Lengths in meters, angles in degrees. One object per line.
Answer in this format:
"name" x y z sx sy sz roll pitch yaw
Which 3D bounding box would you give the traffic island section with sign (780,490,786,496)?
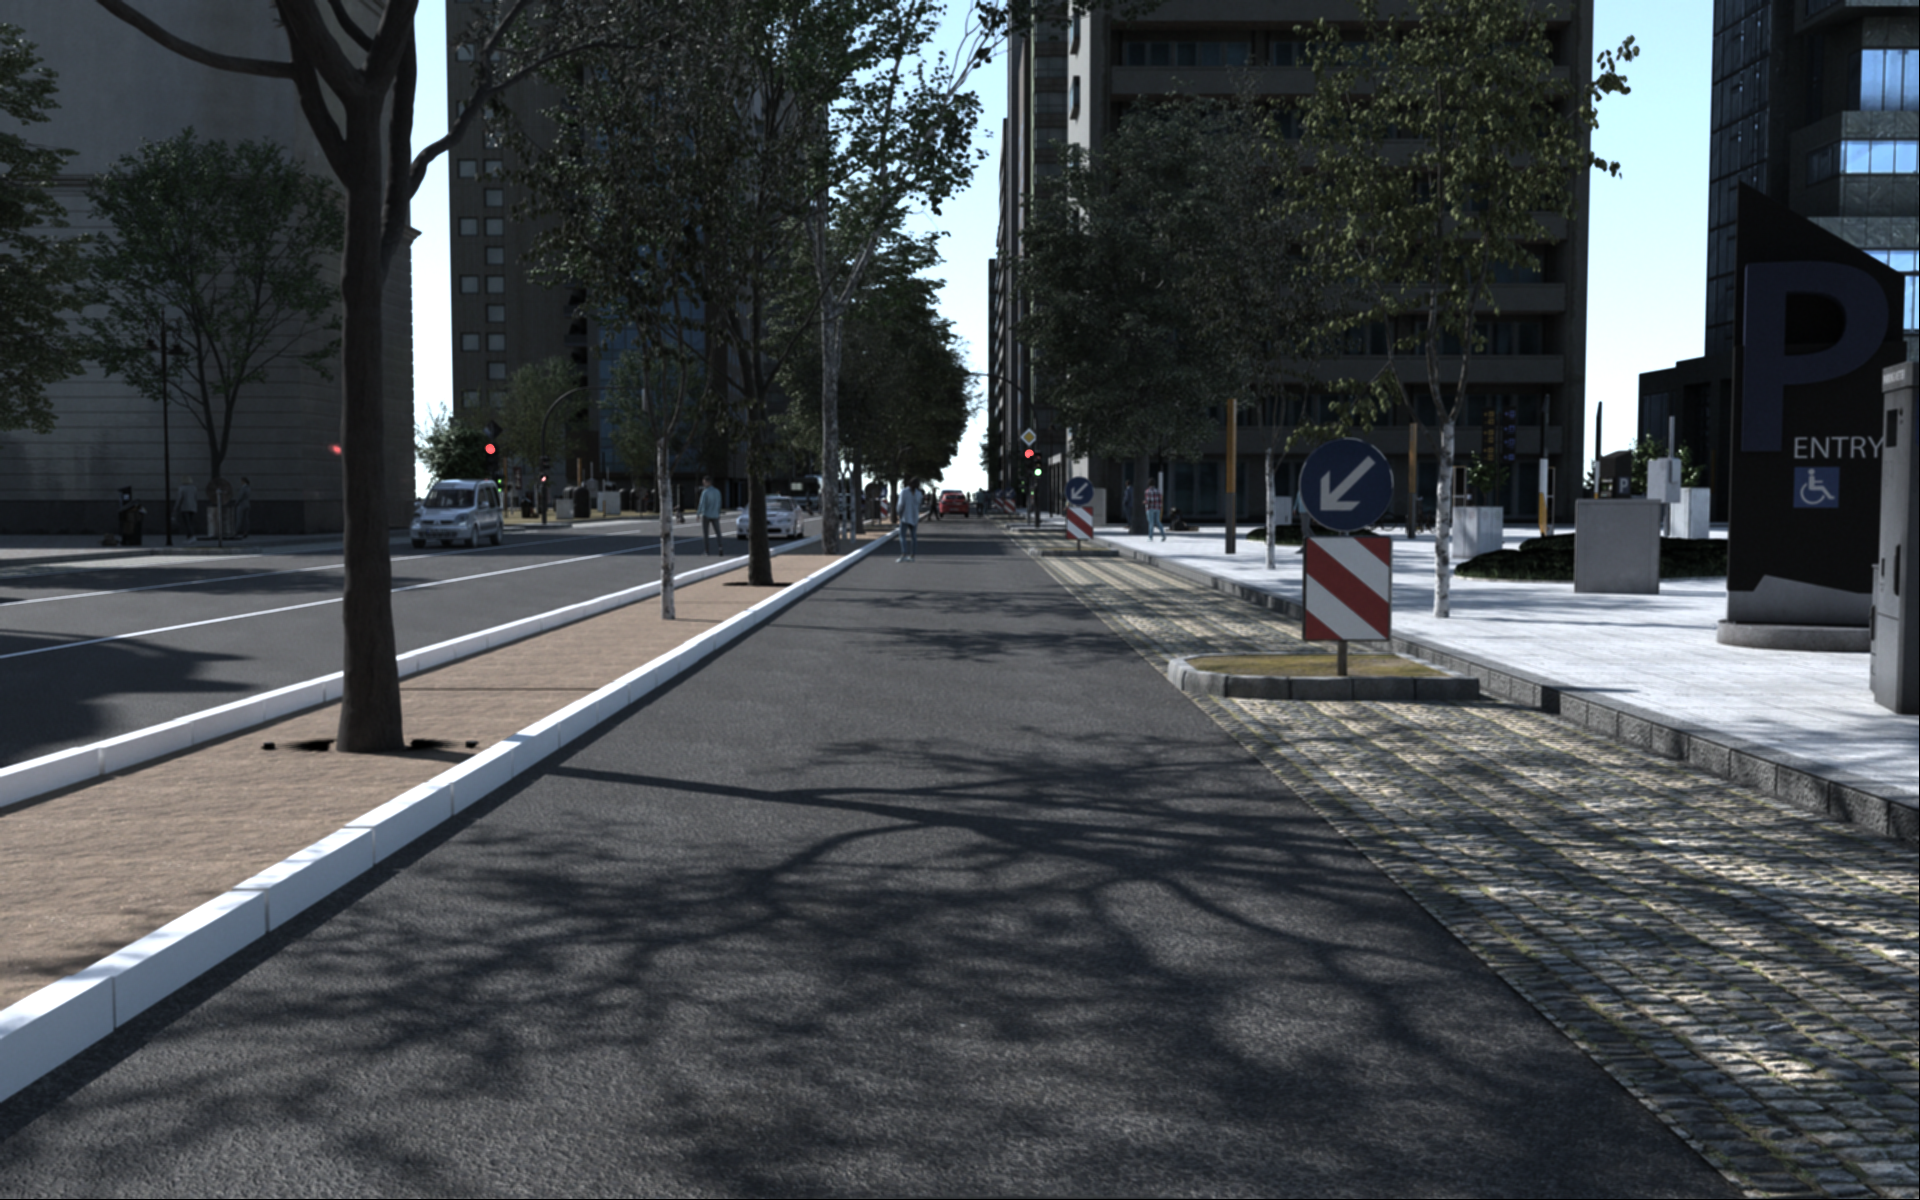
"traffic island section with sign" -17.659 -10.061 173.119 1.989 1.847 2.006 0 3 0

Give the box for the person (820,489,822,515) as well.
"person" -9.501 -6.908 121.354 0.836 1.842 0.656 -1 4 -20

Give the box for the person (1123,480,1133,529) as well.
"person" 6.271 -3.545 64.192 0.419 1.800 0.721 1 4 23

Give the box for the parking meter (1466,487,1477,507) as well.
"parking meter" 17.144 -3.041 58.131 0.372 1.533 0.369 0 3 0

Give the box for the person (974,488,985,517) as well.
"person" 1.230 -5.997 106.565 0.660 1.820 0.620 -1 4 -16

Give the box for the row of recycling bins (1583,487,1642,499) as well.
"row of recycling bins" 32.778 -4.818 85.887 3.534 1.692 1.069 -1 4 -20

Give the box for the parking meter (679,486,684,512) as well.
"parking meter" -19.525 -7.078 121.428 0.255 1.863 0.399 1 4 12

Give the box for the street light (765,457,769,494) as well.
"street light" -19.675 -12.465 176.587 0.468 5.910 1.993 0 3 0

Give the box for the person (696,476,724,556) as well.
"person" -5.771 -1.940 40.086 0.638 1.841 0.748 -2 4 -29

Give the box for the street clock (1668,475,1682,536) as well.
"street clock" 21.584 -2.931 52.484 0.471 2.002 0.358 3 5 43

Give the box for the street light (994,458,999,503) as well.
"street light" 4.999 -15.418 224.870 0.468 5.910 1.993 0 3 0

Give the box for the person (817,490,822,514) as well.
"person" -9.920 -7.082 124.411 0.709 1.813 0.853 0 4 6

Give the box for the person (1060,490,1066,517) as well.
"person" 5.963 -5.522 96.307 0.713 1.824 0.794 2 4 31

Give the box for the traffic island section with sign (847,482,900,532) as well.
"traffic island section with sign" -3.354 -3.532 65.888 2.006 1.907 1.989 0 3 0

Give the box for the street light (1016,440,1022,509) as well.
"street light" 5.001 -10.727 148.179 0.468 5.910 1.993 0 3 0

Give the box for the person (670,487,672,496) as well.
"person" -12.813 -4.105 75.951 0.374 1.781 0.599 -1 4 -12

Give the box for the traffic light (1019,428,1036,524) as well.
"traffic light" 2.909 -5.174 73.518 0.839 4.253 0.868 0 3 0

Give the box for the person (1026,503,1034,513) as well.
"person" 4.576 -6.266 113.505 0.505 1.210 0.382 0 4 -1

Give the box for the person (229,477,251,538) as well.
"person" -21.020 -2.705 50.550 0.573 1.790 0.520 -1 4 -13

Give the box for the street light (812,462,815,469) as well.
"street light" -19.666 -15.943 233.458 0.468 5.910 1.993 0 3 0

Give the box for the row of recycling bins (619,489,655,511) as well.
"row of recycling bins" -24.687 -7.759 133.977 3.534 1.692 1.069 -2 4 -33

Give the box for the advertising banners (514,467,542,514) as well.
"advertising banners" -27.618 -7.035 111.204 2.074 3.025 0.090 -2 4 -26

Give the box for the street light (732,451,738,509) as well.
"street light" -19.588 -10.868 150.484 0.468 5.910 1.993 0 3 0

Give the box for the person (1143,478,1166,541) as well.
"person" 5.282 -2.463 47.150 0.563 1.720 0.643 -2 4 -30

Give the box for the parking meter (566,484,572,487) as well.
"parking meter" -23.507 -6.031 104.317 0.255 1.863 0.399 -2 4 -35

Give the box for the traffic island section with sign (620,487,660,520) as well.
"traffic island section with sign" -17.686 -5.336 95.877 1.989 1.847 2.006 0 3 0

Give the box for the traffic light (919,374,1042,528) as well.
"traffic light" 0.814 -5.549 65.393 4.771 5.953 1.251 0 3 0

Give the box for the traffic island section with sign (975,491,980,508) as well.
"traffic island section with sign" 2.669 -10.095 173.688 1.989 1.847 2.006 0 3 0

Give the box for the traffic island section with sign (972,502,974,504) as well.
"traffic island section with sign" 2.680 -11.744 200.644 1.989 1.847 2.006 0 3 0

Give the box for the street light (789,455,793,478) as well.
"street light" -19.715 -14.061 202.691 0.468 5.910 1.993 0 3 0

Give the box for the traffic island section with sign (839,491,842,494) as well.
"traffic island section with sign" -17.621 -15.105 255.586 1.989 1.847 2.006 0 3 0

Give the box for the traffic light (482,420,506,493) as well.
"traffic light" -17.655 -4.685 65.526 0.839 4.253 0.868 0 3 0

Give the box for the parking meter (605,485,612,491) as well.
"parking meter" -22.065 -6.305 108.800 0.399 1.863 0.255 2 4 27

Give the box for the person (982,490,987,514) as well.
"person" 1.734 -6.869 121.638 0.643 1.720 0.563 -2 4 -25

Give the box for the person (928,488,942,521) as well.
"person" -1.349 -5.183 93.641 0.834 1.777 0.661 -1 4 -15

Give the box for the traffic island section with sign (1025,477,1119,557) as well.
"traffic island section with sign" 2.606 -1.927 40.138 1.989 1.847 2.006 0 3 0

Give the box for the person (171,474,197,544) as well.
"person" -19.908 -2.341 44.508 0.728 1.800 0.709 3 4 36

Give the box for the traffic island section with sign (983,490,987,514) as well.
"traffic island section with sign" 2.646 -7.017 123.349 1.989 1.847 2.006 0 3 0

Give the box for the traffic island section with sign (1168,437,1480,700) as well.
"traffic island section with sign" 2.597 -0.261 12.902 1.989 1.847 2.006 0 3 0

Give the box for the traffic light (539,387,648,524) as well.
"traffic light" -15.560 -6.048 73.546 4.771 5.953 1.251 0 3 0

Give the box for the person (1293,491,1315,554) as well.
"person" 7.537 -1.920 37.293 0.748 1.841 0.638 -1 4 -18

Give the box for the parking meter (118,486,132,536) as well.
"parking meter" -25.472 -2.718 52.844 0.372 1.533 0.369 0 3 0

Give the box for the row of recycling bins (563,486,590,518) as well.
"row of recycling bins" -20.680 -5.259 93.100 1.069 1.692 3.534 -1 4 -23

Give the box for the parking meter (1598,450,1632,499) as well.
"parking meter" 8.723 -1.063 23.094 0.399 1.863 0.255 -2 4 -31

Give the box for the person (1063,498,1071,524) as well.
"person" 4.756 -3.976 75.304 0.590 1.304 0.306 -1 4 -12

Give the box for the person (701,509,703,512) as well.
"person" -13.981 -5.048 96.532 1.012 1.151 0.738 -1 4 -15

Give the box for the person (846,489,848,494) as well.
"person" -8.348 -7.293 128.016 0.520 1.790 0.573 1 4 15

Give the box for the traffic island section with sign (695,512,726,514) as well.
"traffic island section with sign" -17.682 -6.985 122.832 1.989 1.847 2.006 0 3 0

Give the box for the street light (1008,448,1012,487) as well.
"street light" 4.994 -12.176 171.870 0.468 5.910 1.993 0 3 0

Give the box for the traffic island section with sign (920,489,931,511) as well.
"traffic island section with sign" -3.317 -8.581 148.434 2.006 1.907 1.989 0 3 0

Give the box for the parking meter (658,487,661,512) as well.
"parking meter" -21.157 -7.128 122.253 0.399 1.863 0.255 2 4 27

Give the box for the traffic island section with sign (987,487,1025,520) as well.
"traffic island section with sign" 2.628 -5.367 96.383 1.989 1.847 2.006 0 3 0

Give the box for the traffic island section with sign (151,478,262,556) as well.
"traffic island section with sign" -17.713 -1.978 40.961 1.989 1.847 2.006 0 3 0

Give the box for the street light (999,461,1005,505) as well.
"street light" 5.034 -13.809 198.561 0.468 5.910 1.993 0 3 0

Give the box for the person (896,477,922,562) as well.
"person" -1.074 -1.704 36.623 0.793 1.790 0.793 2 4 27
